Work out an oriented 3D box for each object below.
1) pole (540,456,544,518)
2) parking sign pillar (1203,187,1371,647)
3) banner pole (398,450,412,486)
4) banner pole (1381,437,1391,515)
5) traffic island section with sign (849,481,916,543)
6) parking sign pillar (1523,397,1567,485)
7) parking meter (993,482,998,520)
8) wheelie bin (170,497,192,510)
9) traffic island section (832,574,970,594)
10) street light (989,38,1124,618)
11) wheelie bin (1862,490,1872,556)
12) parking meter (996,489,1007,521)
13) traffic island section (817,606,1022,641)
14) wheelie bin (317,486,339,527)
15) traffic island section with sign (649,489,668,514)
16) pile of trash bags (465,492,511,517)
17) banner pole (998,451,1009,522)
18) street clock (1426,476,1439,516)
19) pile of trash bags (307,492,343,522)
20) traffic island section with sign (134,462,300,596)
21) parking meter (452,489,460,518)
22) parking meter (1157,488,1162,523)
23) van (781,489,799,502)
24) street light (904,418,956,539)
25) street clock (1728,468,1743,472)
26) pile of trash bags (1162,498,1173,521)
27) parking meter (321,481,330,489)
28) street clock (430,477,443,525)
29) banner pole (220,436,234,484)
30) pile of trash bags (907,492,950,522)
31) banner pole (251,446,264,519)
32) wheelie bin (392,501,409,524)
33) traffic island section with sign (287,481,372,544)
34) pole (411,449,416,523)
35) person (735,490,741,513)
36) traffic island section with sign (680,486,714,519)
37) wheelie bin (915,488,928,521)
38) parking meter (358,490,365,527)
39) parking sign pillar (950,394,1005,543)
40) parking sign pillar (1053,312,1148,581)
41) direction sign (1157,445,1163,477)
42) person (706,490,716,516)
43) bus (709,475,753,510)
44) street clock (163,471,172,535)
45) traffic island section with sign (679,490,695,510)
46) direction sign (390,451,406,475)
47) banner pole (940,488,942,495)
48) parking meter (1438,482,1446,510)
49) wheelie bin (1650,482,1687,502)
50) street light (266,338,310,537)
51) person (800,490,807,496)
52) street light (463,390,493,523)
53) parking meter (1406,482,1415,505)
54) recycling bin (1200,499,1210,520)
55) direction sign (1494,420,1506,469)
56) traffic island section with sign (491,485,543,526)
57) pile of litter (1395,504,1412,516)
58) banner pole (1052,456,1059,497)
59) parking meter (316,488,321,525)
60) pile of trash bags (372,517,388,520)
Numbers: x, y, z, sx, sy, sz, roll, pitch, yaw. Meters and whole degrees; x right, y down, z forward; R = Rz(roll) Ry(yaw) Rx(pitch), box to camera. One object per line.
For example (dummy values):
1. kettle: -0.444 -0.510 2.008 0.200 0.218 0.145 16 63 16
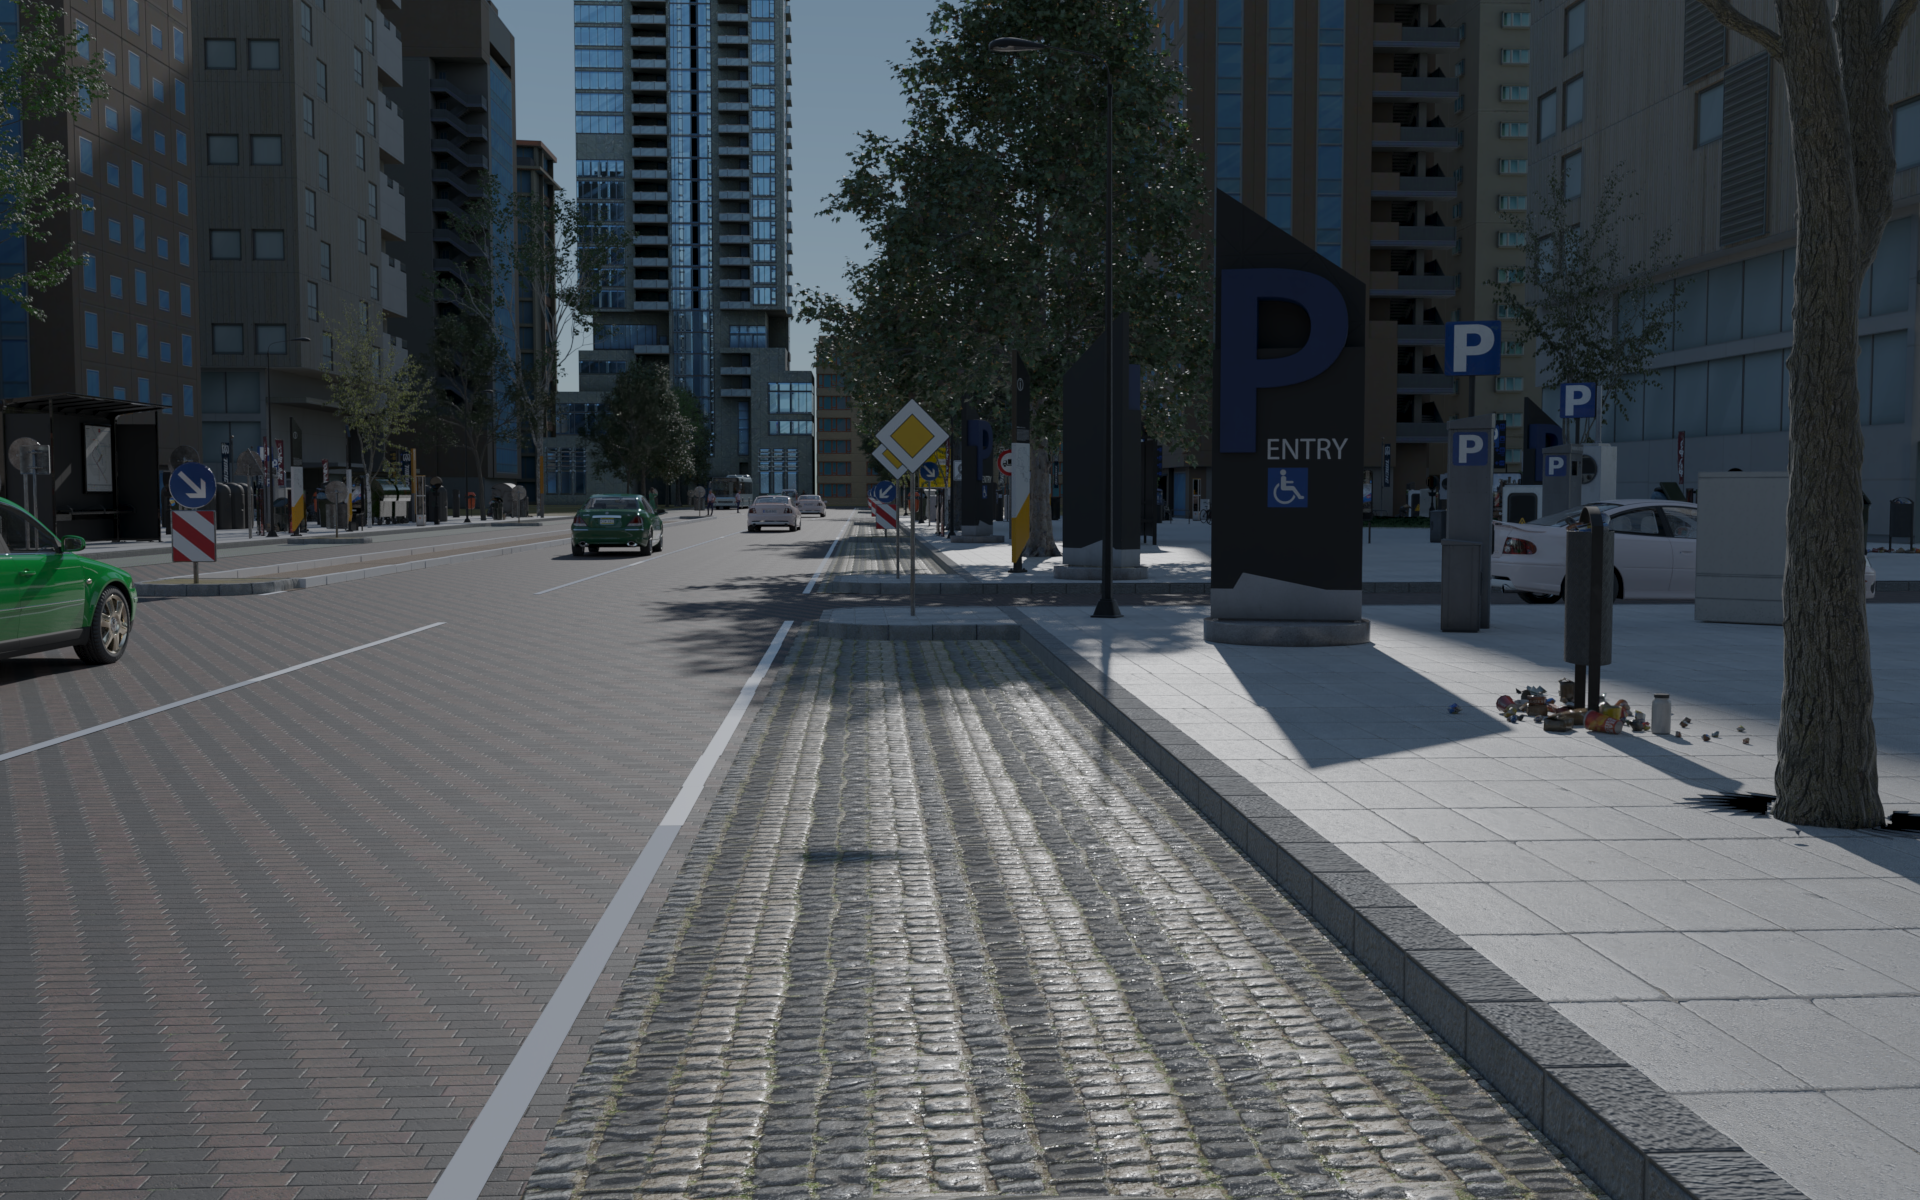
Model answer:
1. pole: -22.438 -6.060 92.916 0.158 3.312 0.155 0 3 0
2. parking sign pillar: 2.867 -1.630 15.116 1.447 3.967 1.447 1 4 12
3. banner pole: -28.775 -6.095 89.674 0.863 3.779 0.401 0 4 2
4. banner pole: 18.617 -5.251 75.871 0.401 3.779 0.863 -1 4 -20
5. traffic island section with sign: -2.324 -2.628 51.601 1.989 1.847 2.006 0 4 -3
6. parking sign pillar: 16.337 -3.658 48.283 1.447 3.967 1.447 -2 4 -24
7. parking meter: 1.702 -4.913 86.030 0.255 1.863 0.399 1 4 20
8. wheelie bin: -26.310 -3.113 58.810 0.693 1.594 0.980 2 4 23
9. traffic island section: -0.920 -0.242 26.245 2.009 0.180 2.903 0 4 -3
10. street light: 0.992 -2.771 17.841 1.470 5.913 1.316 0 4 -3
11. wheelie bin: 18.005 -1.656 34.983 0.693 1.594 0.980 2 4 26
12. parking meter: 1.865 -4.488 81.785 0.372 1.533 0.369 0 3 0
13. traffic island section: -0.477 0.245 18.273 2.009 0.180 2.903 0 4 -3
14. wheelie bin: -24.389 -3.606 66.865 0.693 1.594 0.980 0 4 6
15. traffic island section with sign: -22.466 -7.238 126.973 1.989 1.847 2.006 0 4 -3
16. pile of trash bags: -26.225 -5.390 97.873 3.447 1.369 1.912 -2 4 -27
17. banner pole: 2.041 -5.505 80.028 0.401 3.779 0.863 3 5 43
18. street clock: 18.637 -3.901 68.349 0.471 2.002 0.358 3 5 41
19. pile of trash bags: -29.539 -4.327 80.497 1.912 1.369 3.447 -1 4 -11
20. traffic island section with sign: -10.971 -1.053 25.349 2.006 1.907 1.989 0 4 -3
21. parking meter: -27.416 -5.248 94.215 0.372 1.533 0.369 0 3 0
22. parking meter: 8.686 -4.130 75.942 0.372 1.533 0.369 0 3 0
23. van: -15.573 -9.264 158.485 2.013 2.044 4.112 0 4 -3
24. street light: -0.772 -4.711 49.564 1.470 5.913 1.316 0 4 -3
25. street clock: 21.479 -2.658 48.025 0.471 2.002 0.358 2 4 30
26. pile of trash bags: 8.865 -4.474 82.903 1.912 1.369 3.447 2 4 27
27. parking meter: -28.546 -4.417 77.928 0.399 1.863 0.255 -2 4 -28
28. street clock: -21.893 -4.151 72.432 0.471 2.002 0.358 0 4 0
29. banner pole: -31.260 -5.140 74.062 0.401 3.779 0.863 1 4 22
30. pile of trash bags: -0.752 -4.247 79.183 3.447 1.369 1.912 1 4 12
31. banner pole: -36.693 -6.143 90.454 0.863 3.779 0.401 -1 4 -12
32. wheelie bin: -24.455 -4.137 75.553 0.980 1.594 0.693 3 5 39
33. traffic island section with sign: -18.202 -2.545 50.245 1.989 1.847 2.006 0 4 -3
34. pole: -24.521 -5.133 77.773 0.158 3.312 0.155 0 3 0
35. person: -16.578 -7.370 129.930 0.436 1.711 0.756 2 4 26
36. traffic island section with sign: -15.153 -5.641 100.371 2.006 1.907 1.989 0 4 -3
37. wheelie bin: -1.993 -4.617 83.393 0.693 1.594 0.980 -3 4 -38
38. parking meter: -23.608 -3.654 68.150 0.372 1.533 0.369 0 3 0
39. parking sign pillar: 0.463 -3.504 45.756 1.447 3.967 1.447 1 4 21
40. parking sign pillar: 2.146 -2.313 26.287 1.447 3.967 1.447 -3 5 -39
41. direction sign: 9.080 -5.422 80.641 0.379 3.537 0.876 -3 5 -41
42. person: -16.595 -6.464 115.121 0.436 1.711 0.756 -3 5 -42
43. bus: -21.485 -10.303 163.308 2.948 3.499 13.247 0 4 -1
44. street clock: -24.970 -3.062 54.640 0.358 2.002 0.471 -1 4 -14
45. traffic island section with sign: -24.015 -8.943 154.849 1.989 1.847 2.006 0 4 -3
46. direction sign: -29.514 -6.059 91.059 0.876 3.537 0.379 0 4 -1
47. banner pole: -0.779 -5.737 83.822 0.401 3.779 0.863 -3 4 -38
48. parking meter: 24.243 -4.977 87.087 0.255 1.863 0.399 -1 4 -18
49. wheelie bin: 18.519 -2.292 45.375 0.980 1.594 0.693 -2 4 -29
50. street light: -19.973 -4.830 51.517 1.470 5.913 1.316 0 4 -3
51. person: -15.083 -9.695 167.044 1.348 1.821 0.705 1 4 23
52. street light: -21.526 -6.415 77.421 1.470 5.913 1.316 0 4 -3
53. parking meter: 25.944 -5.770 100.053 0.399 1.863 0.255 2 4 33
54. recycling bin: 11.960 -4.472 85.678 0.722 1.027 0.722 1 4 11
55. direction sign: 16.254 -3.737 53.091 0.876 3.537 0.379 1 4 19
56. traffic island section with sign: -19.695 -4.192 77.159 1.989 1.847 2.006 0 4 -3
57. pile of litter: 18.940 -3.689 74.280 1.176 0.858 1.719 -2 4 -23
58. banner pole: 4.940 -6.135 90.329 0.401 3.779 0.863 2 4 33
59. parking meter: -26.514 -3.884 71.920 0.372 1.533 0.369 0 3 0
60. pile of trash bags: -28.664 -4.607 85.073 3.447 1.369 1.912 0 4 -4
